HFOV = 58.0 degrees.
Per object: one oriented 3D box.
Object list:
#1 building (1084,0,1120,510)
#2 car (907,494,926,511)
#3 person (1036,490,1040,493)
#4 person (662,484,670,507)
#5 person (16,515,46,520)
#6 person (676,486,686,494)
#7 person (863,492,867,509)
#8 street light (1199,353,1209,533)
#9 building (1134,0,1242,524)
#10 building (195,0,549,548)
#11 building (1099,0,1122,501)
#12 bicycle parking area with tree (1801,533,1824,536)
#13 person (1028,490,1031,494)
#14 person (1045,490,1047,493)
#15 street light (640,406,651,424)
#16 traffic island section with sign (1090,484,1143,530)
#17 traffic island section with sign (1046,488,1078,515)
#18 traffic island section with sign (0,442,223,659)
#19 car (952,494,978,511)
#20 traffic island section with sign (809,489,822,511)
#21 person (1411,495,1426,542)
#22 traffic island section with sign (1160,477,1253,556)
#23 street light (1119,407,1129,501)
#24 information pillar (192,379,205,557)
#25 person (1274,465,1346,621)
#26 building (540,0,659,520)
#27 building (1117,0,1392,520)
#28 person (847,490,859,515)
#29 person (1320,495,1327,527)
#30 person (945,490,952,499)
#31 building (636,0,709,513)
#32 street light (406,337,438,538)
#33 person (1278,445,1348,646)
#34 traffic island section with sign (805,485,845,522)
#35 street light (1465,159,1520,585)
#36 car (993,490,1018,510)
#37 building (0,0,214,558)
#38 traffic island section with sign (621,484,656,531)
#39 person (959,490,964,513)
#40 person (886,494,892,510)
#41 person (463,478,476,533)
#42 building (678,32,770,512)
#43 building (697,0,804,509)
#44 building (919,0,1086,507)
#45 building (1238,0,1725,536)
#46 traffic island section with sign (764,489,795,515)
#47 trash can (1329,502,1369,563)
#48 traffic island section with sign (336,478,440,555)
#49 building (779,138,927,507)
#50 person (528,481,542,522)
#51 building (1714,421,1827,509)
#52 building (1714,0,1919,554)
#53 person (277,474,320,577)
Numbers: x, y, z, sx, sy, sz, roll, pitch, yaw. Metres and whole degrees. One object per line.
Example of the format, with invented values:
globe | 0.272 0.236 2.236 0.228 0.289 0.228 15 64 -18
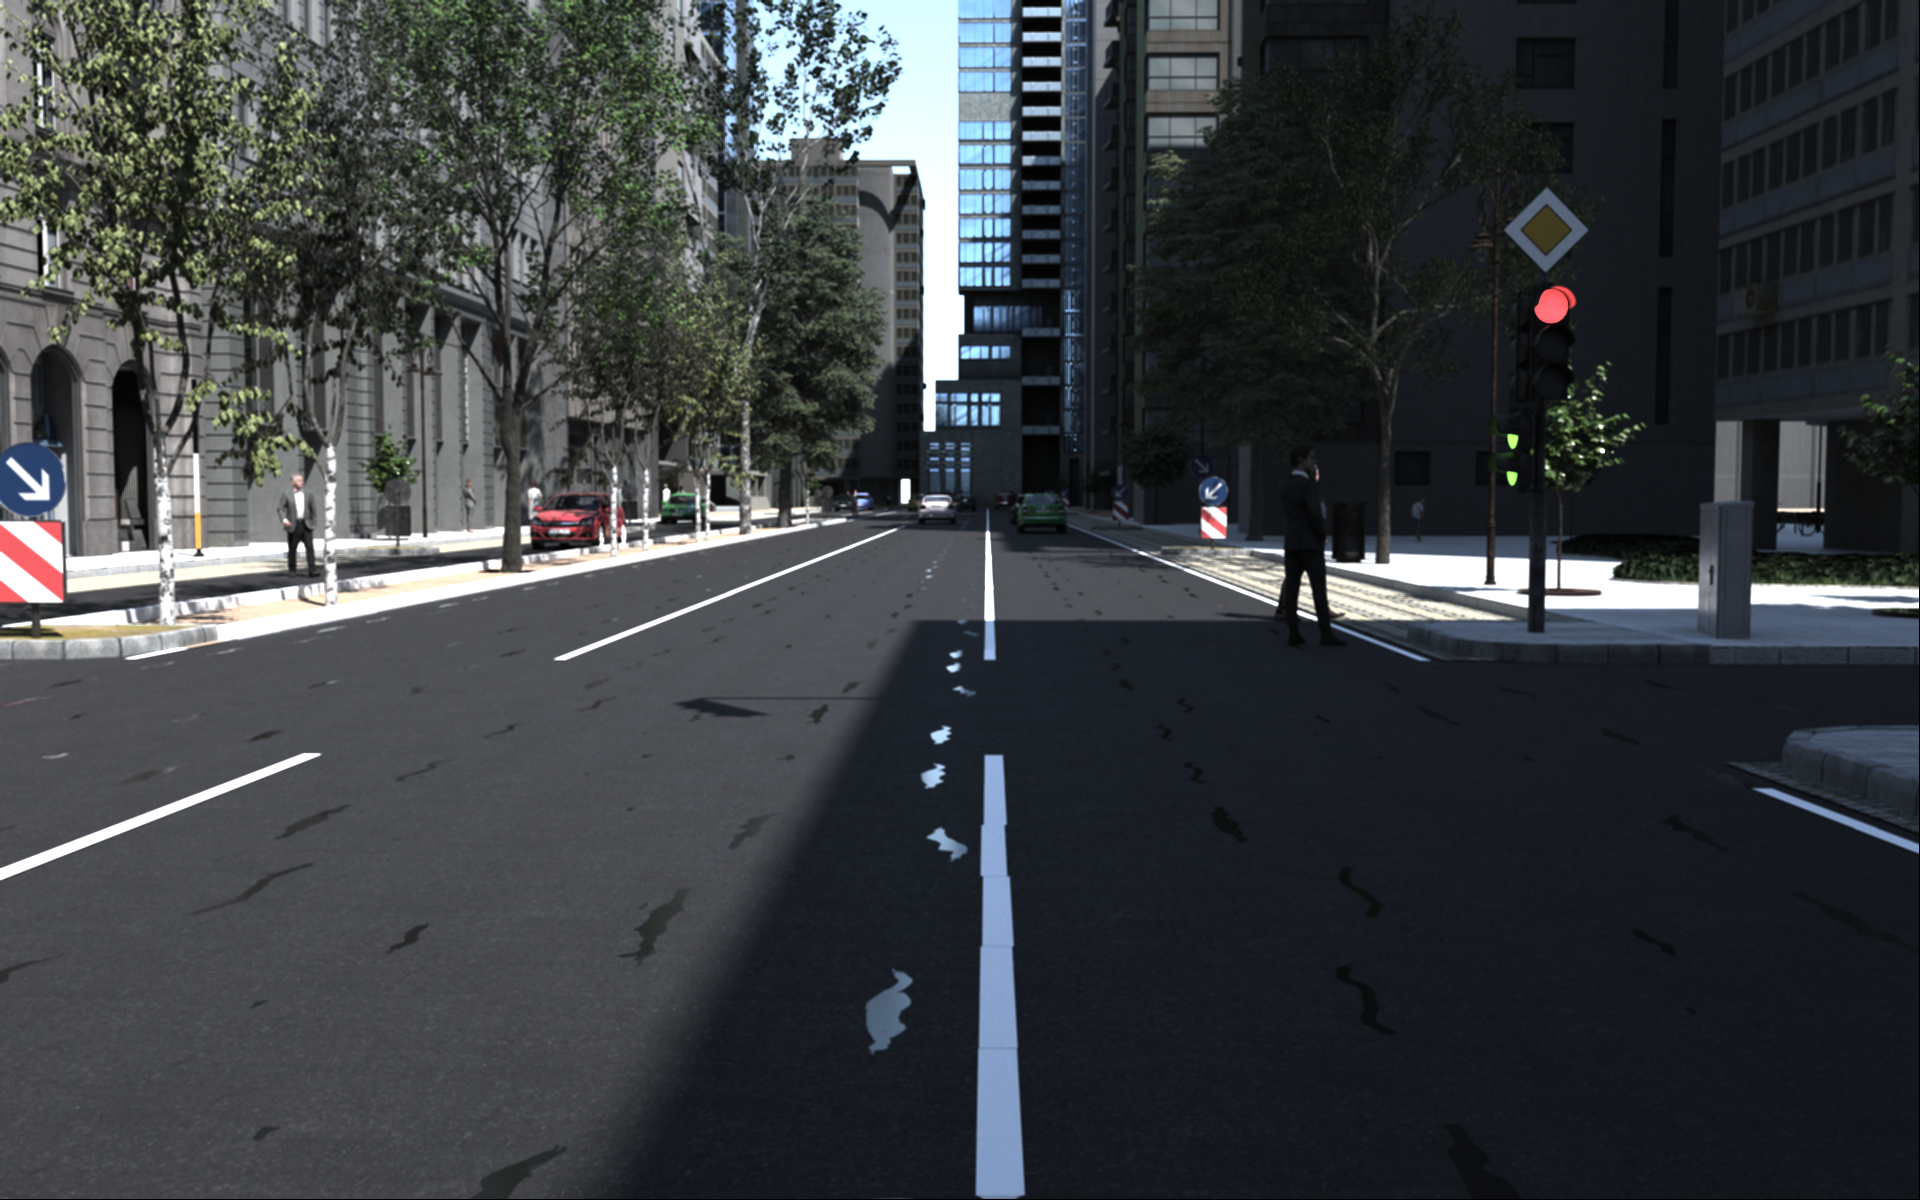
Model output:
building | 21.429 -37.247 150.981 21.231 58.520 28.212 0 4 1
car | -3.489 -8.289 145.756 2.015 1.641 3.980 0 4 0
person | 5.185 -6.630 117.718 0.721 1.723 1.217 0 4 2
person | -14.975 -5.029 88.490 0.478 1.798 0.641 -2 4 -33
person | -12.910 -0.940 24.054 0.728 1.800 0.709 -1 4 -16
person | -15.555 -5.492 96.630 1.217 1.735 0.721 -1 4 -8
person | -8.997 -9.403 163.705 0.593 1.643 0.415 0 4 -4
street light | 7.962 -5.148 56.961 0.468 5.910 1.993 0 4 1
building | 15.114 -24.295 80.821 14.154 41.232 14.086 0 4 1
building | -22.468 -16.986 55.210 11.434 29.767 29.804 0 4 1
building | 21.590 -28.641 122.908 22.147 44.769 28.867 0 4 1
bicycle parking area with tree | 28.896 -4.153 54.907 9.016 4.147 8.231 1 4 9
person | 6.714 -9.650 166.364 1.348 1.812 0.705 0 4 -6
person | 8.245 -9.580 164.994 0.709 1.838 0.599 1 4 13
street light | -15.175 -6.778 83.608 0.468 5.910 1.993 0 4 1
traffic island section with sign | 6.217 -3.691 68.981 1.989 1.847 2.006 0 4 1
traffic island section with sign | 6.989 -6.684 117.919 1.989 1.847 2.006 0 4 1
traffic island section with sign | -8.219 -0.479 15.967 2.006 1.907 1.989 0 4 1
car | 0.403 -8.099 144.217 2.131 1.459 4.920 0 4 2
traffic island section with sign | -11.892 -8.380 145.643 1.989 1.847 2.006 0 4 1
person | 12.254 -2.178 46.337 0.352 1.250 0.332 0 4 -2
traffic island section with sign | 5.770 -1.971 40.849 1.989 1.847 2.006 0 4 1
street light | 8.558 -7.205 90.586 0.468 5.910 1.993 0 4 1
information pillar | -15.624 -2.698 35.469 0.183 3.616 0.504 -1 4 -19
person | 3.969 -0.650 19.527 0.834 1.777 0.661 0 4 1
building | -21.911 -16.034 80.177 12.078 24.808 19.932 0 4 1
building | 16.134 -20.151 101.162 14.160 30.474 14.107 0 4 1
person | -7.151 -6.513 115.796 0.742 1.727 0.445 -1 4 -18
person | 9.619 -2.172 46.242 0.332 1.250 0.352 1 4 17
person | -1.248 -10.008 172.222 1.348 1.812 0.705 3 5 42
building | -30.866 -31.572 105.440 28.713 52.752 27.495 0 4 1
street light | -15.709 -4.765 50.694 0.468 5.910 1.993 0 4 1
person | 3.340 -0.532 16.560 0.474 1.900 0.648 -2 4 -33
traffic island section with sign | -7.041 -5.074 91.097 2.006 1.907 1.989 0 4 1
street light | 7.507 -3.153 24.342 0.468 5.910 1.993 0 4 1
car | 4.269 -9.391 162.218 2.281 1.827 5.304 0 4 1
building | -23.691 -11.424 28.586 13.314 21.916 24.055 0 4 1
traffic island section with sign | -13.115 -3.662 68.497 1.989 1.847 2.006 0 4 1
person | 0.093 -7.513 132.256 0.530 1.710 0.541 2 4 23
person | -6.481 -8.979 158.491 0.799 1.438 0.628 2 4 34
person | -15.997 -3.084 56.734 0.520 1.790 0.573 2 4 30
building | -31.557 -26.912 131.891 32.217 40.220 23.993 0 4 1
building | -30.730 -51.456 153.980 31.000 86.520 22.319 0 4 1
building | 11.525 -53.363 185.152 31.000 86.520 22.319 0 4 1
building | 16.367 -17.576 59.071 14.160 30.474 14.107 0 4 1
traffic island section with sign | -12.325 -6.732 118.691 1.989 1.847 2.006 0 4 1
trash can | 7.303 -1.277 32.534 0.748 1.137 0.748 0 3 0
traffic island section with sign | -13.548 -1.996 41.267 1.989 1.847 2.006 0 4 1
building | -15.897 -30.556 191.470 23.993 40.220 32.217 0 4 1
person | -15.292 -3.407 62.324 0.480 1.755 0.524 -1 4 -16
building | 70.419 -28.998 157.716 14.086 41.232 14.154 0 4 1
building | 29.256 -20.669 29.824 23.993 40.220 32.217 0 4 1
person | -11.324 -1.275 29.748 0.661 1.777 0.834 -3 5 -45
